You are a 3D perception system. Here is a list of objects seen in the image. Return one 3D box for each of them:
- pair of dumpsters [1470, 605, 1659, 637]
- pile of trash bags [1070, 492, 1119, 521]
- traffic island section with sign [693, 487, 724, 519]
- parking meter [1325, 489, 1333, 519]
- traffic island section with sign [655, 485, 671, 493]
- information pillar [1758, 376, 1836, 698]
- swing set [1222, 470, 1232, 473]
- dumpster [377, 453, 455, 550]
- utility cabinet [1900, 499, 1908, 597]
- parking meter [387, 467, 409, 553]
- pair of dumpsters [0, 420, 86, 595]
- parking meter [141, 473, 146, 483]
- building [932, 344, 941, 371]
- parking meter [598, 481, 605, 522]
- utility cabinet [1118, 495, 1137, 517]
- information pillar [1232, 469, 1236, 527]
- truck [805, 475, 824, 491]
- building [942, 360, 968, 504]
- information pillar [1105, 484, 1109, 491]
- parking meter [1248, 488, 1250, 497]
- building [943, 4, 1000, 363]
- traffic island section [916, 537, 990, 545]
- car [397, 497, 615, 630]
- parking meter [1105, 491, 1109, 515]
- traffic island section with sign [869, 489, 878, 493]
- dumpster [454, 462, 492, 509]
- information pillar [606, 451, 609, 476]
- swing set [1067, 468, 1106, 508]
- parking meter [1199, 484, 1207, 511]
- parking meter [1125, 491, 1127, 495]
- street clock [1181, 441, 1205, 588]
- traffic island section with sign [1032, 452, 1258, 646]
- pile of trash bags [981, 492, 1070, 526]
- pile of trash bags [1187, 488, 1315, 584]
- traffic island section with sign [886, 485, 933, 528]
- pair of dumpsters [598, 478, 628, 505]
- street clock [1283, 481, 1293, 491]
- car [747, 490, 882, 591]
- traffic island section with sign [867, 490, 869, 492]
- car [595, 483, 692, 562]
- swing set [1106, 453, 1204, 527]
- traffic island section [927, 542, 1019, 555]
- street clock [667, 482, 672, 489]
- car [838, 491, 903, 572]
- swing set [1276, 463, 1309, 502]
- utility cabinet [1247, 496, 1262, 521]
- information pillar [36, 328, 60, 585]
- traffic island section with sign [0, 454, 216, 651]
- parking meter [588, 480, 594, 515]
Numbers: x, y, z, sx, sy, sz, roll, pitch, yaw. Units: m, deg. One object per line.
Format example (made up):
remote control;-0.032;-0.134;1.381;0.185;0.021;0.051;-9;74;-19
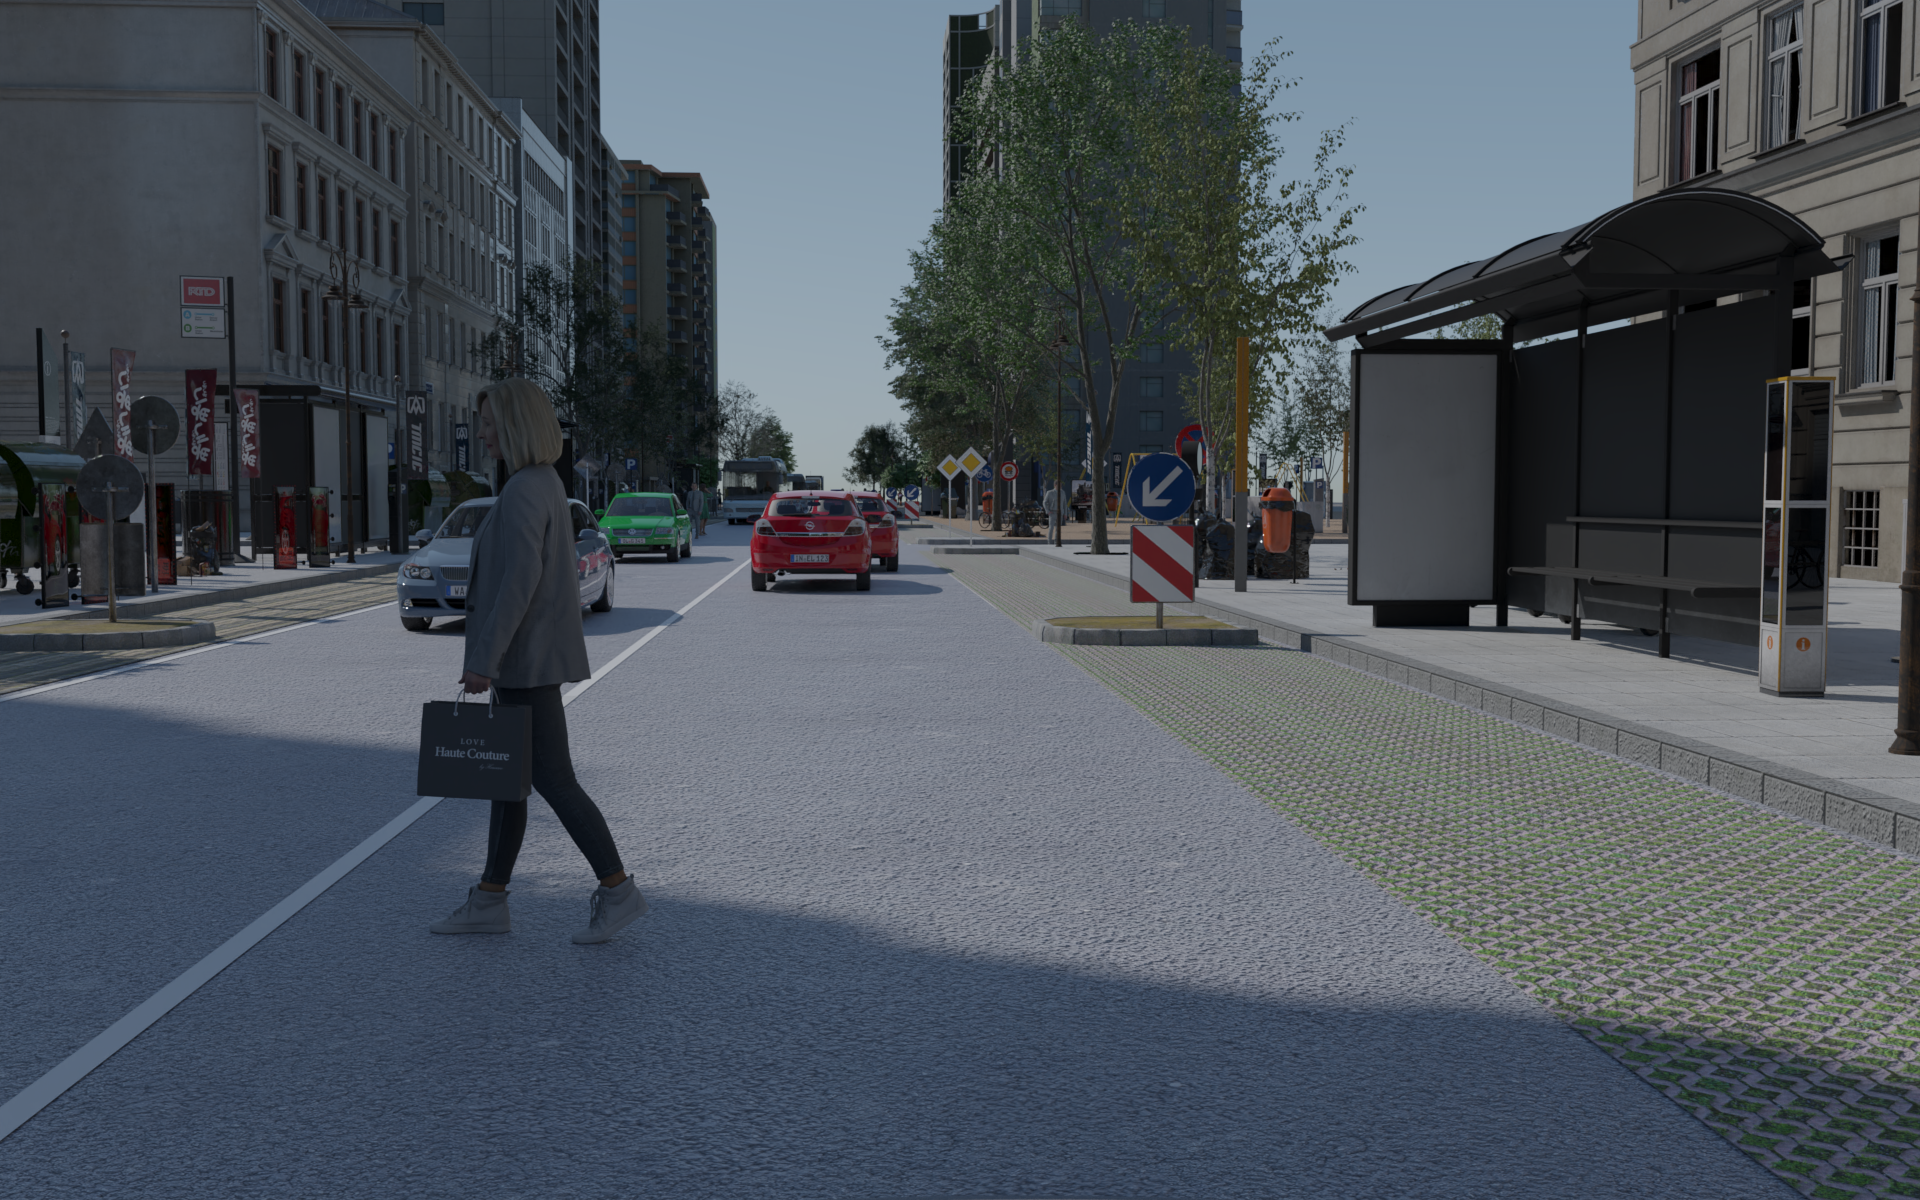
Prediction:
pair of dumpsters;6.479;-0.922;17.569;1.574;2.255;4.437;0;4;-4
pile of trash bags;6.084;-4.553;84.192;3.447;1.369;1.912;2;4;23
traffic island section with sign;-14.133;-5.503;98.605;1.989;1.847;2.006;0;4;-4
parking meter;18.711;-4.854;87.768;0.372;1.533;0.369;0;3;0
traffic island section with sign;-12.216;-3.844;71.483;1.989;1.847;2.006;0;4;-4
information pillar;5.310;-0.398;11.000;0.304;2.012;0.304;0;4;2
swing set;16.717;-7.160;114.681;3.119;2.851;2.862;-1;4;-15
dumpster;-12.795;-2.306;40.195;1.502;2.255;1.985;0;4;-4
utility cabinet;12.305;-0.642;21.658;1.020;1.237;0.306;-1;4;-15
parking meter;-12.255;-1.961;37.781;0.255;1.863;0.399;2;4;25
pair of dumpsters;-12.354;-1.160;21.462;1.574;2.255;4.437;0;4;-4
parking meter;-22.734;-2.582;47.928;0.399;1.863;0.255;1;4;17
building;2.059;-30.968;278.023;14.160;30.474;14.107;0;4;-4
parking meter;-16.400;-4.507;79.406;0.399;1.863;0.255;1;4;17
utility cabinet;9.311;-5.212;96.380;1.020;1.237;0.306;1;4;10
information pillar;8.208;-2.851;51.107;0.304;2.012;0.304;2;4;29
truck;-22.168;-16.791;263.439;2.839;4.237;11.283;0;4;-2
building;11.789;-23.932;236.329;27.650;21.520;28.899;0;4;-4
information pillar;10.273;-7.121;120.921;0.304;2.012;0.304;-1;4;-20
parking meter;12.945;-4.281;78.403;0.372;1.533;0.369;0;3;0
building;6.049;-50.211;259.205;20.563;71.187;20.611;0;4;-4
traffic island section;-0.247;-1.709;50.229;2.009;0.180;2.903;0;4;-4
car;-5.060;-0.477;19.797;2.014;1.417;4.499;0;4;-2
parking meter;8.780;-5.856;104.159;0.372;1.533;0.369;0;3;0
traffic island section with sign;-4.066;-5.569;99.675;1.989;1.847;2.006;0;4;-4
dumpster;-15.077;-3.048;52.334;1.502;2.255;1.985;0;4;-4
information pillar;-18.778;-6.179;92.385;0.183;3.616;0.504;-2;4;-31
swing set;7.447;-6.341;101.295;2.862;2.851;3.119;0;4;6
parking meter;6.099;-2.112;42.942;0.372;1.533;0.369;0;3;0
parking meter;11.690;-6.892;121.090;0.372;1.533;0.369;0;3;0
street clock;3.175;-1.172;23.726;0.358;2.002;0.471;1;4;17
traffic island section with sign;1.751;-0.523;17.177;1.989;1.847;2.006;0;4;-4
pile of trash bags;2.587;-3.700;70.252;3.447;1.369;1.912;0;4;1
pile of trash bags;4.433;-1.004;26.172;1.912;1.369;3.447;0;4;-5
traffic island section with sign;-2.169;-3.924;72.786;1.989;1.847;2.006;0;4;-4
pair of dumpsters;-17.314;-5.086;85.648;1.574;2.255;4.437;0;4;-4
street clock;18.208;-5.603;96.184;0.358;2.002;0.471;-3;5;-43
car;-2.288;-1.106;27.121;2.155;1.783;4.494;0;4;-3
traffic island section with sign;-7.518;-8.576;148.839;1.989;1.847;2.006;0;4;-4
car;-6.876;-1.771;37.750;1.959;1.807;4.718;0;4;-4
swing set;7.803;-4.247;67.050;3.119;2.851;2.862;-1;4;-21
traffic island section;0.314;-1.222;42.263;2.009;0.180;2.903;0;4;-4
street clock;-17.401;-6.036;103.261;0.471;2.002;0.358;-3;5;-40
car;-2.157;-1.490;33.401;2.155;1.783;4.494;0;4;-5
swing set;16.619;-5.529;88.016;2.862;2.851;3.119;1;4;15
utility cabinet;9.970;-2.875;58.160;0.306;1.237;1.020;-1;4;-17
information pillar;-12.963;-2.038;24.673;0.183;3.616;0.504;0;4;-4
traffic island section with sign;-8.364;-0.491;16.661;1.989;1.847;2.006;0;4;-4
parking meter;-15.406;-4.049;71.910;0.399;1.863;0.255;-1;4;-18
